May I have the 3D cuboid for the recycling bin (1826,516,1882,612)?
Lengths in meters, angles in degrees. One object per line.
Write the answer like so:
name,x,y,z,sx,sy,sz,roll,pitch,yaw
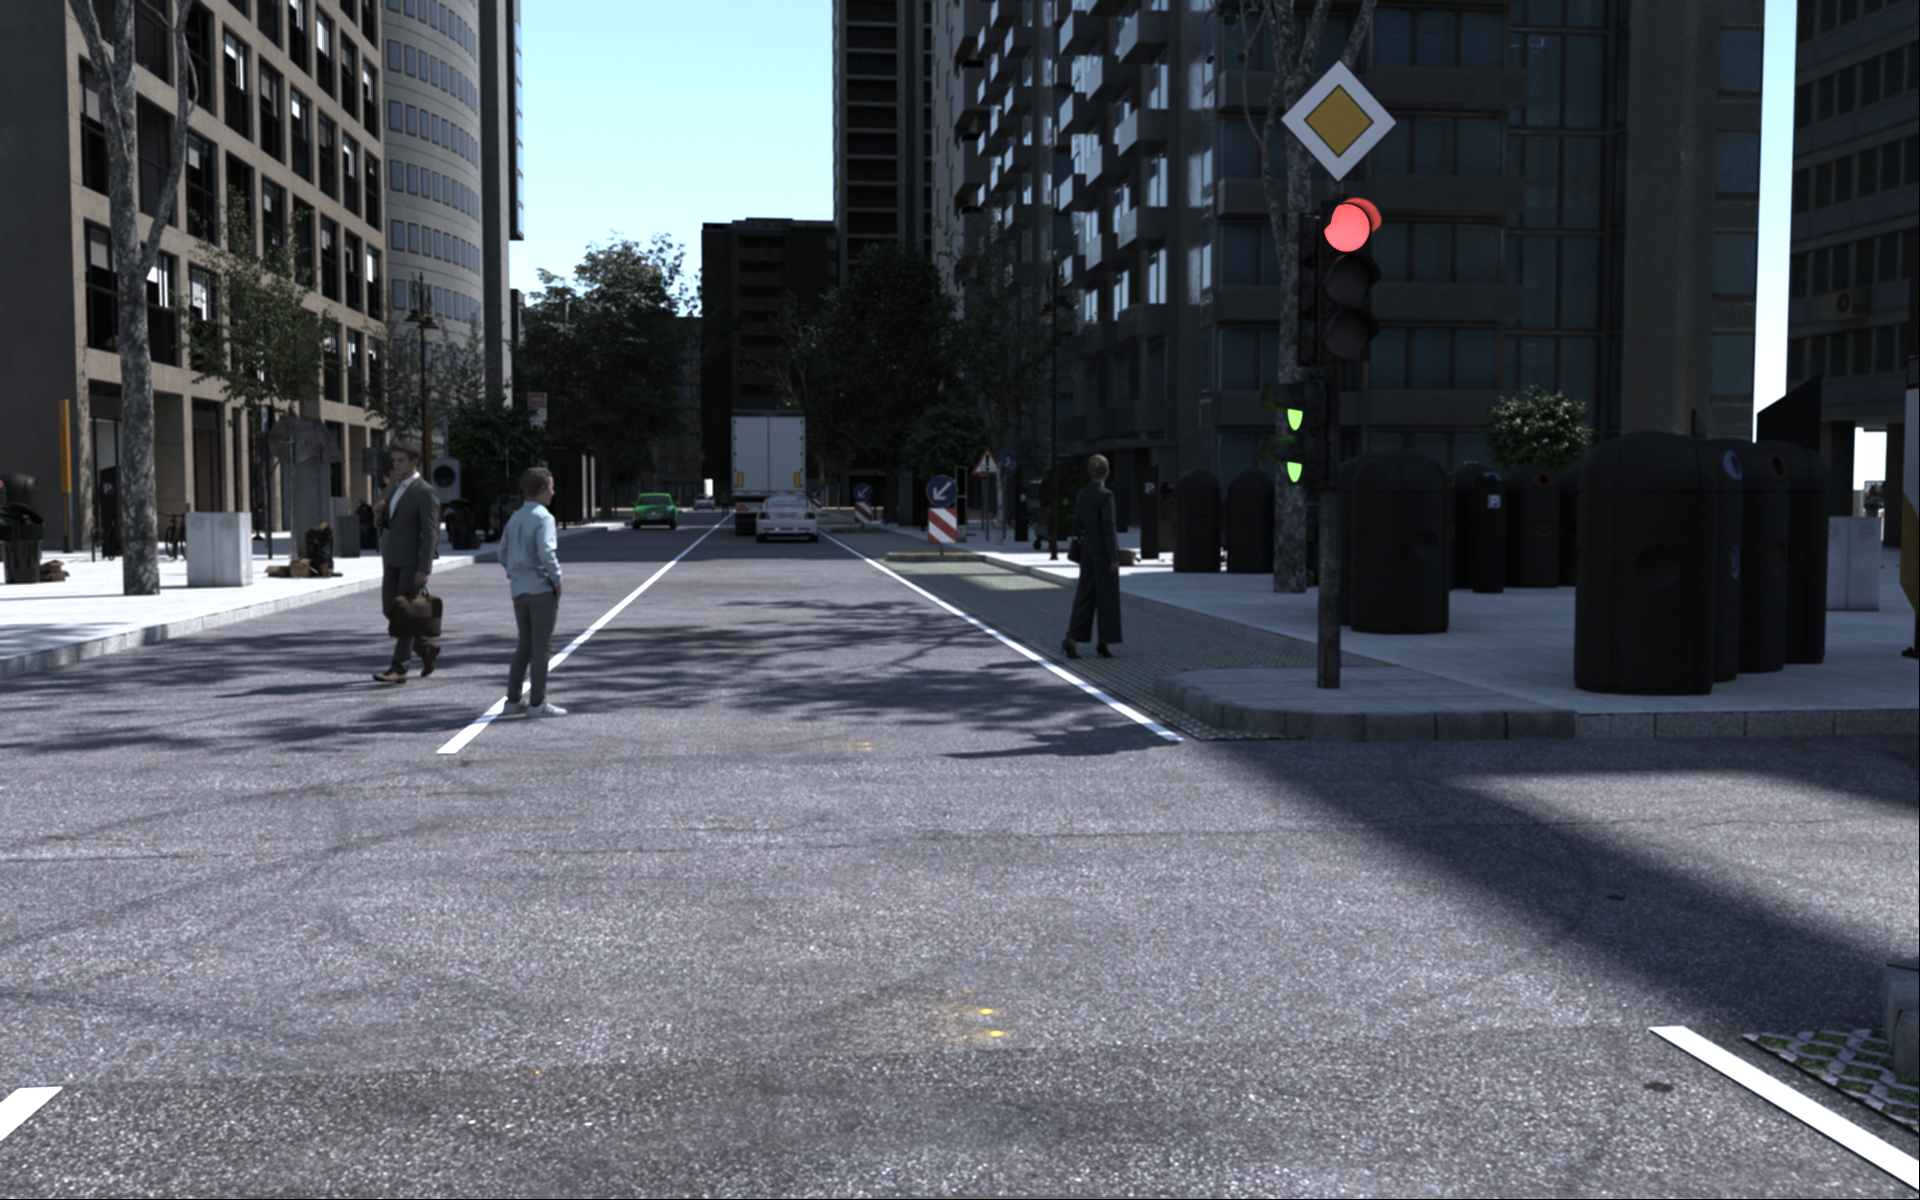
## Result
recycling bin,9.737,-0.411,19.272,0.722,1.027,0.722,0,4,6

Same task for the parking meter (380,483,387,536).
parking meter,-12.817,-1.866,38.923,0.372,1.533,0.369,0,3,0

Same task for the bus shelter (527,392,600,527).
bus shelter,-16.252,-5.713,71.039,2.179,5.291,8.768,0,4,-7

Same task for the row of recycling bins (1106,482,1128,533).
row of recycling bins,4.288,-3.164,58.838,1.069,1.692,3.534,-3,5,-42

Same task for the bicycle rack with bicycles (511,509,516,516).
bicycle rack with bicycles,-20.693,-3.805,75.600,2.852,0.926,2.925,-3,5,-44

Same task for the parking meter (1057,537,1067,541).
parking meter,2.770,-2.397,47.595,0.372,1.533,0.369,0,3,0

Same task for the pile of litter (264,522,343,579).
pile of litter,-10.198,-0.792,26.914,1.176,0.858,1.719,-1,4,-14

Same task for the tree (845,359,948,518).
tree,-3.735,-9.661,92.372,7.601,10.594,8.767,1,4,21

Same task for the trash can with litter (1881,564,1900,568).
trash can with litter,15.476,-1.202,30.708,2.233,1.210,1.678,3,4,38

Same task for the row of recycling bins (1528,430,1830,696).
row of recycling bins,5.317,-0.322,12.376,1.069,1.692,3.534,3,5,41

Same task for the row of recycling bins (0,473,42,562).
row of recycling bins,-18.479,-1.531,32.141,1.069,1.692,3.534,0,4,7

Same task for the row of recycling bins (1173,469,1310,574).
row of recycling bins,5.205,-1.282,28.072,3.534,1.692,1.069,1,4,16

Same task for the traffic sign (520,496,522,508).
traffic sign,-15.351,-3.703,60.545,0.884,2.594,0.081,0,4,0

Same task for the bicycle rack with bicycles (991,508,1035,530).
bicycle rack with bicycles,2.570,-3.039,63.077,2.925,0.926,2.852,0,4,7

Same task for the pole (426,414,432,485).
pole,-13.637,-3.093,44.411,0.158,3.312,0.155,0,3,0

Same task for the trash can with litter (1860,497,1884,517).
trash can with litter,39.196,-3.870,74.665,1.055,1.170,0.624,-1,4,-20

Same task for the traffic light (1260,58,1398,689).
traffic light,2.422,-1.372,11.358,0.839,4.253,0.868,0,4,-7

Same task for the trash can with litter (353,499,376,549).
trash can with litter,-13.535,-1.768,40.297,1.055,1.170,0.624,-2,4,-24

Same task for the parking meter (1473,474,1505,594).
parking meter,6.862,-0.859,22.462,0.372,1.533,0.369,0,3,0

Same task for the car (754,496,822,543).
car,-5.221,-2.454,52.491,2.083,1.381,4.827,0,4,-5

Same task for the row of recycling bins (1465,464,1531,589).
row of recycling bins,7.412,-1.018,23.752,3.534,1.692,1.069,-1,4,-22

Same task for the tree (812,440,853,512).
tree,-11.324,-12.168,149.315,4.737,8.622,4.395,0,3,0

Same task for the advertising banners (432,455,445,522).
advertising banners,-23.407,-5.042,78.617,0.090,3.025,2.074,1,4,21

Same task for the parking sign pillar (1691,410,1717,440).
parking sign pillar,23.967,-4.115,55.744,1.447,3.967,1.447,-3,5,-44

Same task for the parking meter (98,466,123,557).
parking meter,-17.413,-1.824,35.531,0.399,1.863,0.255,0,4,3

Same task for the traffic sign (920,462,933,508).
traffic sign,-0.929,-3.482,57.040,0.768,2.556,0.104,0,4,-4

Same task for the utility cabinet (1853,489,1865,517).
utility cabinet,39.108,-4.126,76.136,0.318,1.500,1.173,-2,4,-25

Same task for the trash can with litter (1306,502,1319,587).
trash can with litter,4.894,-0.781,24.162,0.624,1.170,1.055,2,4,25

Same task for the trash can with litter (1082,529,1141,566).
trash can with litter,2.718,-1.207,31.122,1.055,1.170,0.624,1,4,14

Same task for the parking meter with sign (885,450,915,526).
parking meter with sign,-2.128,-4.454,69.085,1.738,3.016,0.543,0,4,-1

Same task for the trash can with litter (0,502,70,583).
trash can with litter,-13.458,-0.836,25.053,0.624,1.170,1.055,1,4,9

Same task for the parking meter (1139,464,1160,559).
parking meter,3.734,-1.742,34.190,0.399,1.863,0.255,1,4,9

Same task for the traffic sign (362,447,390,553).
traffic sign,-12.766,-2.189,37.917,0.606,2.300,0.079,0,4,-4

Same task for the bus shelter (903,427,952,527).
bus shelter,-0.975,-4.430,63.716,1.731,3.624,6.357,0,4,-7

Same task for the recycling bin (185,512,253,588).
recycling bin,-10.317,-0.708,24.135,0.722,1.027,0.722,-1,4,-10

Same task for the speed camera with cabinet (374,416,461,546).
speed camera with cabinet,-13.600,-3.001,43.404,2.038,3.252,0.660,-1,4,-10

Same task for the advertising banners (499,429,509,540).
advertising banners,-12.056,-3.038,45.861,0.090,3.025,2.074,-1,4,-9

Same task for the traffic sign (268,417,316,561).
traffic sign,-11.007,-1.740,28.550,0.768,2.556,0.104,0,4,-4

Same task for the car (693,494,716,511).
car,-22.254,-8.491,150.827,2.014,1.417,4.499,0,4,-8

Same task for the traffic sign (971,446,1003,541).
traffic sign,0.747,-2.882,47.124,0.884,2.594,0.081,0,4,-2

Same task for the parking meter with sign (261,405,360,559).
parking meter with sign,-12.896,-2.336,34.462,1.738,3.016,0.543,-2,4,-35

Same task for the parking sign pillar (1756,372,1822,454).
parking sign pillar,18.490,-3.073,38.720,1.447,3.967,1.447,2,4,25

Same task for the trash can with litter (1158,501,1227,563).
trash can with litter,4.903,-1.346,33.066,2.233,1.210,1.678,0,4,4

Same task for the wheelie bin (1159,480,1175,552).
wheelie bin,4.537,-1.859,38.300,0.693,1.594,0.980,1,4,16

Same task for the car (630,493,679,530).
car,-12.589,-3.835,71.498,1.959,1.807,4.718,-1,4,-8

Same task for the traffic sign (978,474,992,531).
traffic sign,0.792,-3.660,59.942,0.768,2.556,0.104,0,4,-3

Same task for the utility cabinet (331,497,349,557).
utility cabinet,-12.854,-1.515,35.938,0.306,1.237,1.020,-2,4,-23

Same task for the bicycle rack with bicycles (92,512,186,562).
bicycle rack with bicycles,-15.788,-1.262,34.020,2.852,0.926,2.925,-1,4,-20

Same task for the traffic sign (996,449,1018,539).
traffic sign,1.272,-3.014,49.392,0.768,2.556,0.104,0,4,-5

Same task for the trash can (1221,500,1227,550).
trash can,6.218,-1.703,39.492,0.748,1.137,0.748,0,3,0

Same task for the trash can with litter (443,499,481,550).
trash can with litter,-11.472,-1.750,39.995,0.624,1.170,1.055,0,4,2

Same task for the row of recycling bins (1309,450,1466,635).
row of recycling bins,4.225,-0.633,17.468,1.069,1.692,3.534,0,4,7

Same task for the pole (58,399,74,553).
pole,-19.282,-2.661,37.350,0.158,3.312,0.155,0,3,0

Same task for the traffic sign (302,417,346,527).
traffic sign,-10.756,-1.779,29.091,0.884,2.594,0.081,0,4,-1

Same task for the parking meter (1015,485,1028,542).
parking meter,1.664,-2.352,46.862,0.372,1.533,0.369,0,3,0
